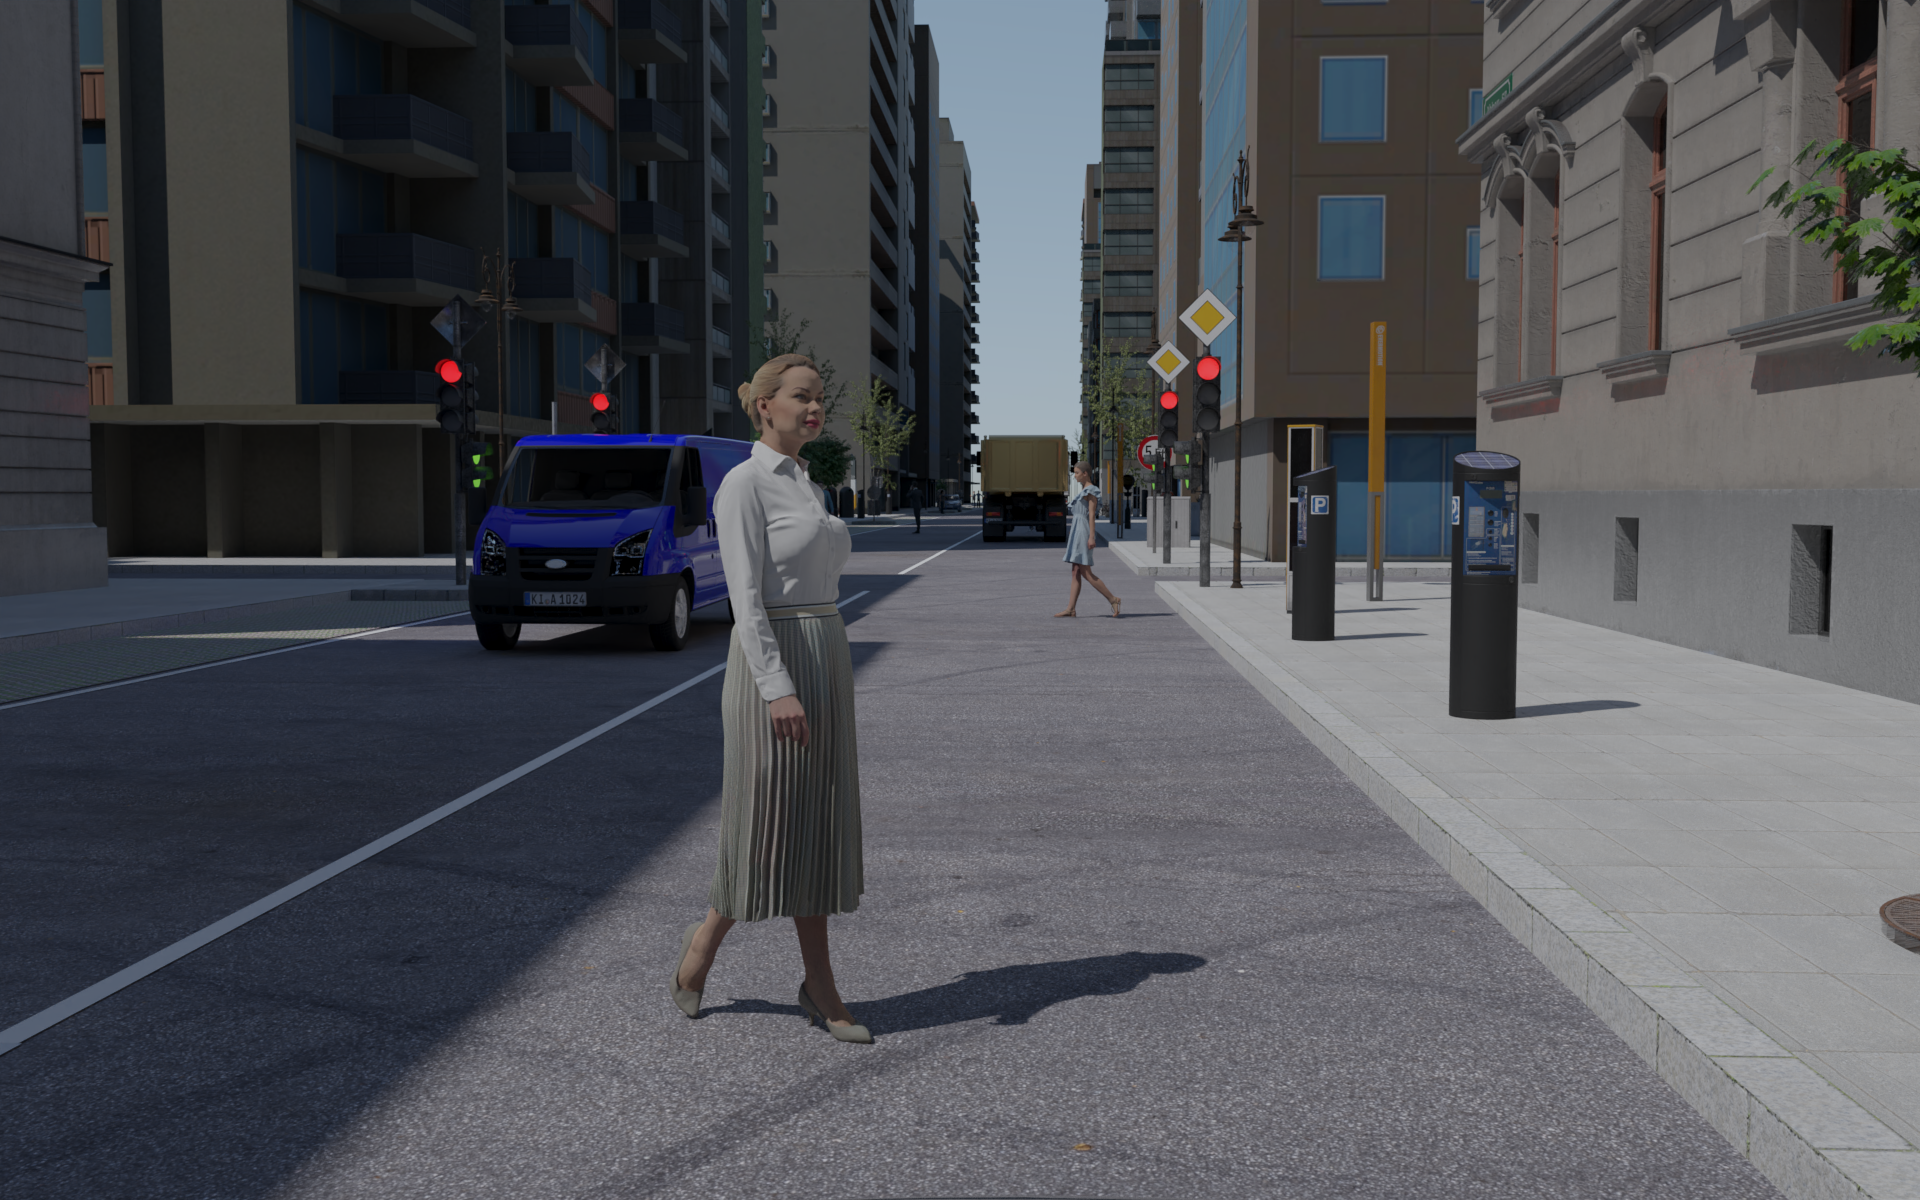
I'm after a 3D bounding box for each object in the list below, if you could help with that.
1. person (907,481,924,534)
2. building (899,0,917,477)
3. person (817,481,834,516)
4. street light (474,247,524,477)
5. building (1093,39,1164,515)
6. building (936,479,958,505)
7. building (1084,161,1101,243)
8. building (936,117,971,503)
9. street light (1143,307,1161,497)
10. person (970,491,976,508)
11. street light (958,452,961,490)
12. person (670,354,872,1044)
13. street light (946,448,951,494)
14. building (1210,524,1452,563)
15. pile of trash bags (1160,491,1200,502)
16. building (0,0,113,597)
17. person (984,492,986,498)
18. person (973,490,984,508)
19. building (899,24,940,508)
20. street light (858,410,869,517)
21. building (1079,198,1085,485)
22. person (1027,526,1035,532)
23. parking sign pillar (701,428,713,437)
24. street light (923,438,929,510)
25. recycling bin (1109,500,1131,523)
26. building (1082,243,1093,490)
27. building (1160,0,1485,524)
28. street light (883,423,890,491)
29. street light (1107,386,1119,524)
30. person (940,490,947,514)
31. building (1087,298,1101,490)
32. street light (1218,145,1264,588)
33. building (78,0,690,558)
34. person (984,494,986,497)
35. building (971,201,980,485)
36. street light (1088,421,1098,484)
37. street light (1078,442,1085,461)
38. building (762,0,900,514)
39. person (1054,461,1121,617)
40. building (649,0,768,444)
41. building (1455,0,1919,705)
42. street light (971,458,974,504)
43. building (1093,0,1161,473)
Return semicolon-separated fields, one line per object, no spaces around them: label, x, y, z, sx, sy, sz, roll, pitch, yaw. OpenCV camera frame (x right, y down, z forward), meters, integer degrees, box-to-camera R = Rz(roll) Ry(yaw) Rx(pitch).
person;-1.632;-3.369;62.948;0.474;1.900;0.648;2;4;28
building;-17.964;-33.885;143.266;28.713;52.752;27.495;0;4;3
person;-3.992;-2.545;50.130;0.660;1.820;0.620;-1;4;-10
street light;-8.661;-3.664;32.687;0.468;5.910;1.993;0;4;3
building;16.223;-20.918;113.713;14.160;30.474;14.107;0;4;3
building;-16.620;-31.346;204.392;32.217;40.220;23.993;0;4;3
building;23.420;-35.392;228.777;14.600;45.320;14.200;0;4;3
building;-9.661;-36.896;226.953;21.300;48.544;21.600;0;4;3
street light;4.785;-4.289;42.910;0.468;5.910;1.993;0;4;3
person;1.339;-10.618;182.626;0.750;1.759;0.617;1;4;13
street light;-0.066;-13.441;192.547;0.468;5.910;1.993;0;4;3
person;-0.518;0.252;4.604;0.641;1.798;0.478;3;4;37
street light;-1.168;-12.184;171.990;0.468;5.910;1.993;0;4;3
building;12.885;-23.677;37.233;14.200;45.320;14.600;0;4;3
pile of trash bags;7.248;-2.884;56.912;1.912;1.369;3.447;1;4;23
building;-21.112;-9.455;19.217;19.286;19.102;10.561;0;4;3
person;3.218;-12.382;211.870;0.541;1.710;0.530;0;4;-7
person;1.936;-10.444;179.240;1.348;1.826;0.705;-1;4;-19
building;-9.301;-31.422;163.867;14.600;45.320;14.200;0;4;3
street light;-5.298;-7.503;95.467;0.468;5.910;1.993;0;4;3
building;28.452;-36.443;250.474;22.147;44.769;28.867;0;4;3
person;2.649;-3.469;65.883;0.731;1.740;0.598;2;4;35
parking sign pillar;-10.696;-5.031;70.729;1.447;3.967;1.447;0;4;8
street light;-2.772;-10.264;140.596;0.468;5.910;1.993;0;4;3
recycling bin;7.068;-3.905;76.403;0.722;1.027;0.722;-2;4;-25
building;21.112;-26.214;200.292;14.160;30.474;14.107;0;4;3
building;17.659;-26.841;88.966;14.600;45.320;14.200;0;4;3
street light;-4.534;-8.339;109.133;0.468;5.910;1.993;0;4;3
street light;6.564;-6.211;74.339;0.468;5.910;1.993;0;4;3
person;-1.192;-7.015;123.908;0.721;1.735;1.217;1;4;20
building;26.393;-19.681;166.818;27.650;21.520;28.899;0;4;3
street light;3.773;-3.097;23.431;0.468;5.910;1.993;0;4;3
building;-19.955;-23.995;46.937;22.147;44.769;28.867;0;4;3
person;3.161;-11.749;200.696;1.348;1.812;0.705;-3;4;-37
building;-8.426;-36.551;252.225;22.147;44.769;28.867;0;4;3
street light;8.278;-8.163;106.261;0.468;5.910;1.993;0;4;3
street light;10.764;-10.931;151.508;0.468;5.910;1.993;0;4;3
building;-15.733;-30.277;118.734;21.300;48.544;21.600;0;4;3
person;1.476;-0.699;20.030;0.778;1.811;0.616;0;4;7
building;-16.913;-24.160;78.617;14.154;41.232;14.086;0;4;3
building;12.066;-13.611;9.924;14.401;28.519;23.554;0;4;3
street light;1.623;-15.367;224.033;0.468;5.910;1.993;0;4;3
building;22.601;-31.554;135.512;23.786;49.044;30.456;0;4;3
